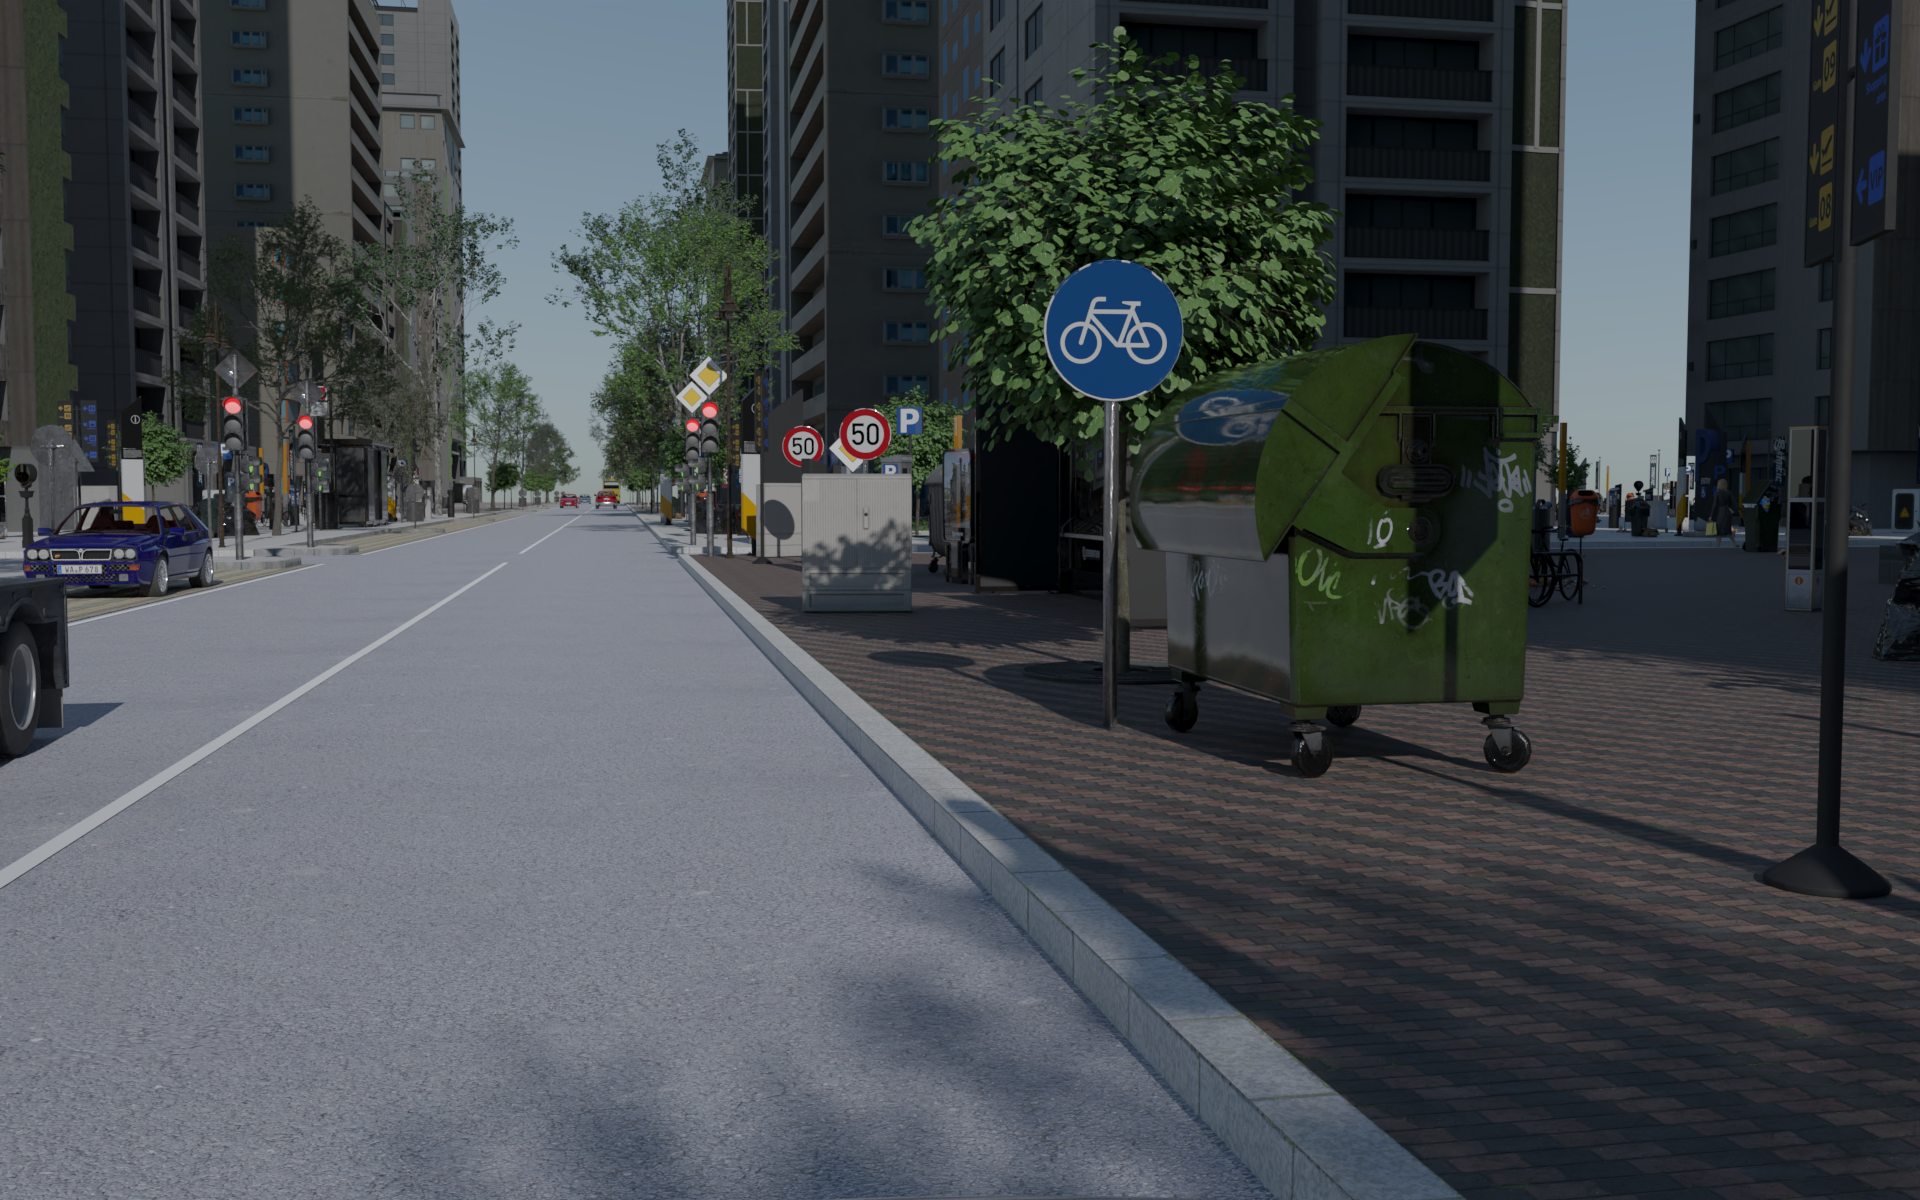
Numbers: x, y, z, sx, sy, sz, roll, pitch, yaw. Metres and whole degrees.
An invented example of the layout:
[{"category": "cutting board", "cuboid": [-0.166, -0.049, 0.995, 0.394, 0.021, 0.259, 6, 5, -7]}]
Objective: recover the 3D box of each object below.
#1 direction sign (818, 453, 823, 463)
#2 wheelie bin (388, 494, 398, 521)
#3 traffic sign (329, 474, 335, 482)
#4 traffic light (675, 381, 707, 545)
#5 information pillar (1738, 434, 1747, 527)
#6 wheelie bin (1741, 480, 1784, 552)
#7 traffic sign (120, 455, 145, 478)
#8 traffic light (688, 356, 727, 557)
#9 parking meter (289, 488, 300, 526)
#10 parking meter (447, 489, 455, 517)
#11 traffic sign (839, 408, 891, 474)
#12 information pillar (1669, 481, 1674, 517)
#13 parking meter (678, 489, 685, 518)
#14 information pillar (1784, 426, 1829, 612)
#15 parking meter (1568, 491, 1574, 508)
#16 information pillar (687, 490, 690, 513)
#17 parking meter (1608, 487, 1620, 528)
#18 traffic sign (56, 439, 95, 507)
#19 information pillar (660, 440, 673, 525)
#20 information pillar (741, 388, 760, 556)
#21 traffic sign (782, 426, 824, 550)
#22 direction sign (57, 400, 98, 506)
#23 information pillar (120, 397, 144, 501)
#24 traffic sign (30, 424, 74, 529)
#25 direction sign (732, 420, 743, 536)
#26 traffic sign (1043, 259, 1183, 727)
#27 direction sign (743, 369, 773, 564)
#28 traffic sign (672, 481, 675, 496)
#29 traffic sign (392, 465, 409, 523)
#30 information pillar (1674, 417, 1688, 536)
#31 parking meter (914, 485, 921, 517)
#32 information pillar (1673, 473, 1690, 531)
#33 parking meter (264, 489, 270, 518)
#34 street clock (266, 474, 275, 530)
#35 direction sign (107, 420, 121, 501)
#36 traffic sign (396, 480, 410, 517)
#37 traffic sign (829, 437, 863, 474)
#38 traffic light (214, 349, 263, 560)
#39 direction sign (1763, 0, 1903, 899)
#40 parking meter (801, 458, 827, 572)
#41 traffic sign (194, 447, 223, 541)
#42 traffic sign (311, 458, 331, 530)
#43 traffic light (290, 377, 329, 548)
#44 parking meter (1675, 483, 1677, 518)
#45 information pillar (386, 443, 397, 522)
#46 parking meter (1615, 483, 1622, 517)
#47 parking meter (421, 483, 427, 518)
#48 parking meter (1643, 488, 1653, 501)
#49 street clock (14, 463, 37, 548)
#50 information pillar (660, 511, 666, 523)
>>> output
[{"category": "direction sign", "cuboid": [-6.000, -4.931, 72.613, 0.379, 3.537, 0.876, 2, 4, 31]}, {"category": "wheelie bin", "cuboid": [-26.655, -4.457, 80.772, 0.980, 1.594, 0.693, 3, 5, 39]}, {"category": "traffic sign", "cuboid": [-27.103, -4.536, 74.162, 0.884, 2.594, 0.081, -1, 4, -11]}, {"category": "traffic light", "cuboid": [-6.699, -3.324, 43.263, 0.839, 4.253, 0.868, -1, 4, -11]}, {"category": "information pillar", "cuboid": [30.596, -4.669, 67.688, 0.183, 3.616, 0.504, 3, 5, 40]}, {"category": "wheelie bin", "cuboid": [17.779, -1.864, 38.379, 0.693, 1.594, 0.980, 0, 4, -4]}, {"category": "traffic sign", "cuboid": [-21.539, -2.630, 45.128, 0.606, 2.300, 0.079, -1, 4, -11]}, {"category": "traffic light", "cuboid": [-5.141, -2.845, 35.431, 0.839, 4.253, 0.868, -1, 4, -11]}, {"category": "parking meter", "cuboid": [-26.938, -3.772, 70.086, 0.372, 1.533, 0.369, 0, 3, 0]}, {"category": "parking meter", "cuboid": [-27.919, -5.295, 94.983, 0.372, 1.533, 0.369, 0, 3, 0]}, {"category": "traffic sign", "cuboid": [-1.405, -1.571, 25.786, 0.768, 2.556, 0.104, 0, 4, -3]}, {"category": "information pillar", "cuboid": [39.117, -5.534, 94.966, 0.304, 2.012, 0.304, -1, 4, -21]}, {"category": "parking meter", "cuboid": [-15.083, -5.225, 93.844, 0.372, 1.533, 0.369, 0, 3, 0]}, {"category": "information pillar", "cuboid": [9.245, -0.883, 18.926, 0.304, 2.012, 0.304, -3, 5, -43]}, {"category": "parking meter", "cuboid": [28.988, -4.669, 82.049, 0.255, 1.863, 0.399, -3, 5, -42]}, {"category": "information pillar", "cuboid": [-18.442, -6.938, 117.925, 0.304, 2.012, 0.304, -2, 4, -27]}, {"category": "parking meter", "cuboid": [24.486, -3.451, 64.834, 0.372, 1.533, 0.369, 0, 3, 0]}, {"category": "traffic sign", "cuboid": [-20.816, -2.493, 40.768, 0.884, 2.594, 0.081, 0, 4, -2]}, {"category": "information pillar", "cuboid": [-12.074, -4.884, 71.205, 0.504, 3.616, 0.183, 0, 4, 5]}, {"category": "information pillar", "cuboid": [-4.337, -2.740, 36.156, 0.504, 3.616, 0.183, -3, 5, -40]}, {"category": "traffic sign", "cuboid": [-2.930, -1.975, 32.395, 0.768, 2.556, 0.104, 0, 4, -6]}, {"category": "direction sign", "cuboid": [-21.323, -3.053, 41.911, 0.876, 3.537, 0.379, -1, 4, -13]}, {"category": "information pillar", "cuboid": [-19.834, -3.069, 41.539, 0.183, 3.616, 0.504, 3, 5, 45]}, {"category": "traffic sign", "cuboid": [-16.622, -1.933, 31.710, 0.768, 2.556, 0.104, 0, 4, -4]}, {"category": "direction sign", "cuboid": [-6.686, -3.745, 53.231, 0.876, 3.537, 0.379, 3, 4, 39]}, {"category": "traffic sign", "cuboid": [0.831, -0.575, 9.510, 0.768, 2.556, 0.104, 0, 4, -5]}, {"category": "direction sign", "cuboid": [-3.640, -2.435, 31.805, 0.379, 3.537, 0.876, 0, 4, 8]}, {"category": "traffic sign", "cuboid": [-19.267, -7.079, 115.842, 0.768, 2.556, 0.104, -1, 4, -11]}, {"category": "traffic sign", "cuboid": [-24.887, -4.710, 77.119, 0.768, 2.556, 0.104, 0, 4, -2]}, {"category": "information pillar", "cuboid": [21.953, -3.751, 52.683, 0.183, 3.616, 0.504, 0, 4, 1]}, {"category": "parking meter", "cuboid": [-2.374, -5.554, 96.511, 0.255, 1.863, 0.399, -2, 4, -32]}, {"category": "information pillar", "cuboid": [25.180, -3.415, 60.330, 0.304, 2.012, 0.304, -2, 4, -27]}, {"category": "parking meter", "cuboid": [-36.149, -5.024, 90.547, 0.372, 1.533, 0.369, 0, 3, 0]}, {"category": "street clock", "cuboid": [-24.688, -3.518, 62.093, 0.358, 2.002, 0.471, -1, 4, -17]}, {"category": "direction sign", "cuboid": [-25.691, -3.727, 52.940, 0.876, 3.537, 0.379, 1, 4, 22]}, {"category": "traffic sign", "cuboid": [-28.230, -5.355, 87.556, 0.884, 2.594, 0.081, -1, 4, -9]}, {"category": "traffic sign", "cuboid": [-1.791, -1.693, 28.866, 0.795, 2.450, 0.064, -1, 4, -11]}, {"category": "traffic light", "cuboid": [-14.025, -2.736, 33.653, 0.839, 4.253, 0.868, -1, 4, -11]}, {"category": "direction sign", "cuboid": [2.838, -0.830, 5.565, 0.379, 3.537, 0.876, 1, 4, 12]}, {"category": "parking meter", "cuboid": [-2.394, -1.395, 28.525, 0.255, 1.863, 0.399, 3, 5, 43]}, {"category": "traffic sign", "cuboid": [-20.242, -2.849, 46.682, 0.768, 2.556, 0.104, 0, 4, -3]}, {"category": "traffic sign", "cuboid": [-22.541, -3.724, 60.989, 0.768, 2.556, 0.104, 0, 4, -2]}, {"category": "traffic light", "cuboid": [-15.584, -3.215, 41.485, 0.839, 4.253, 0.868, -1, 4, -11]}, {"category": "parking meter", "cuboid": [39.214, -5.430, 94.484, 0.399, 1.863, 0.255, -3, 5, -42]}, {"category": "information pillar", "cuboid": [-26.214, -5.400, 79.647, 0.183, 3.616, 0.504, 3, 4, 37]}, {"category": "parking meter", "cuboid": [36.093, -5.464, 95.049, 0.399, 1.863, 0.255, 1, 4, 22]}, {"category": "parking meter", "cuboid": [-29.172, -5.421, 94.350, 0.255, 1.863, 0.399, 0, 4, -5]}, {"category": "parking meter", "cuboid": [25.931, -3.480, 65.305, 0.372, 1.533, 0.369, 0, 3, 0]}, {"category": "street clock", "cuboid": [-22.144, -2.234, 41.103, 0.471, 2.002, 0.358, 1, 4, 17]}, {"category": "information pillar", "cuboid": [-12.968, -4.380, 76.100, 0.304, 2.012, 0.304, 1, 4, 16]}]
